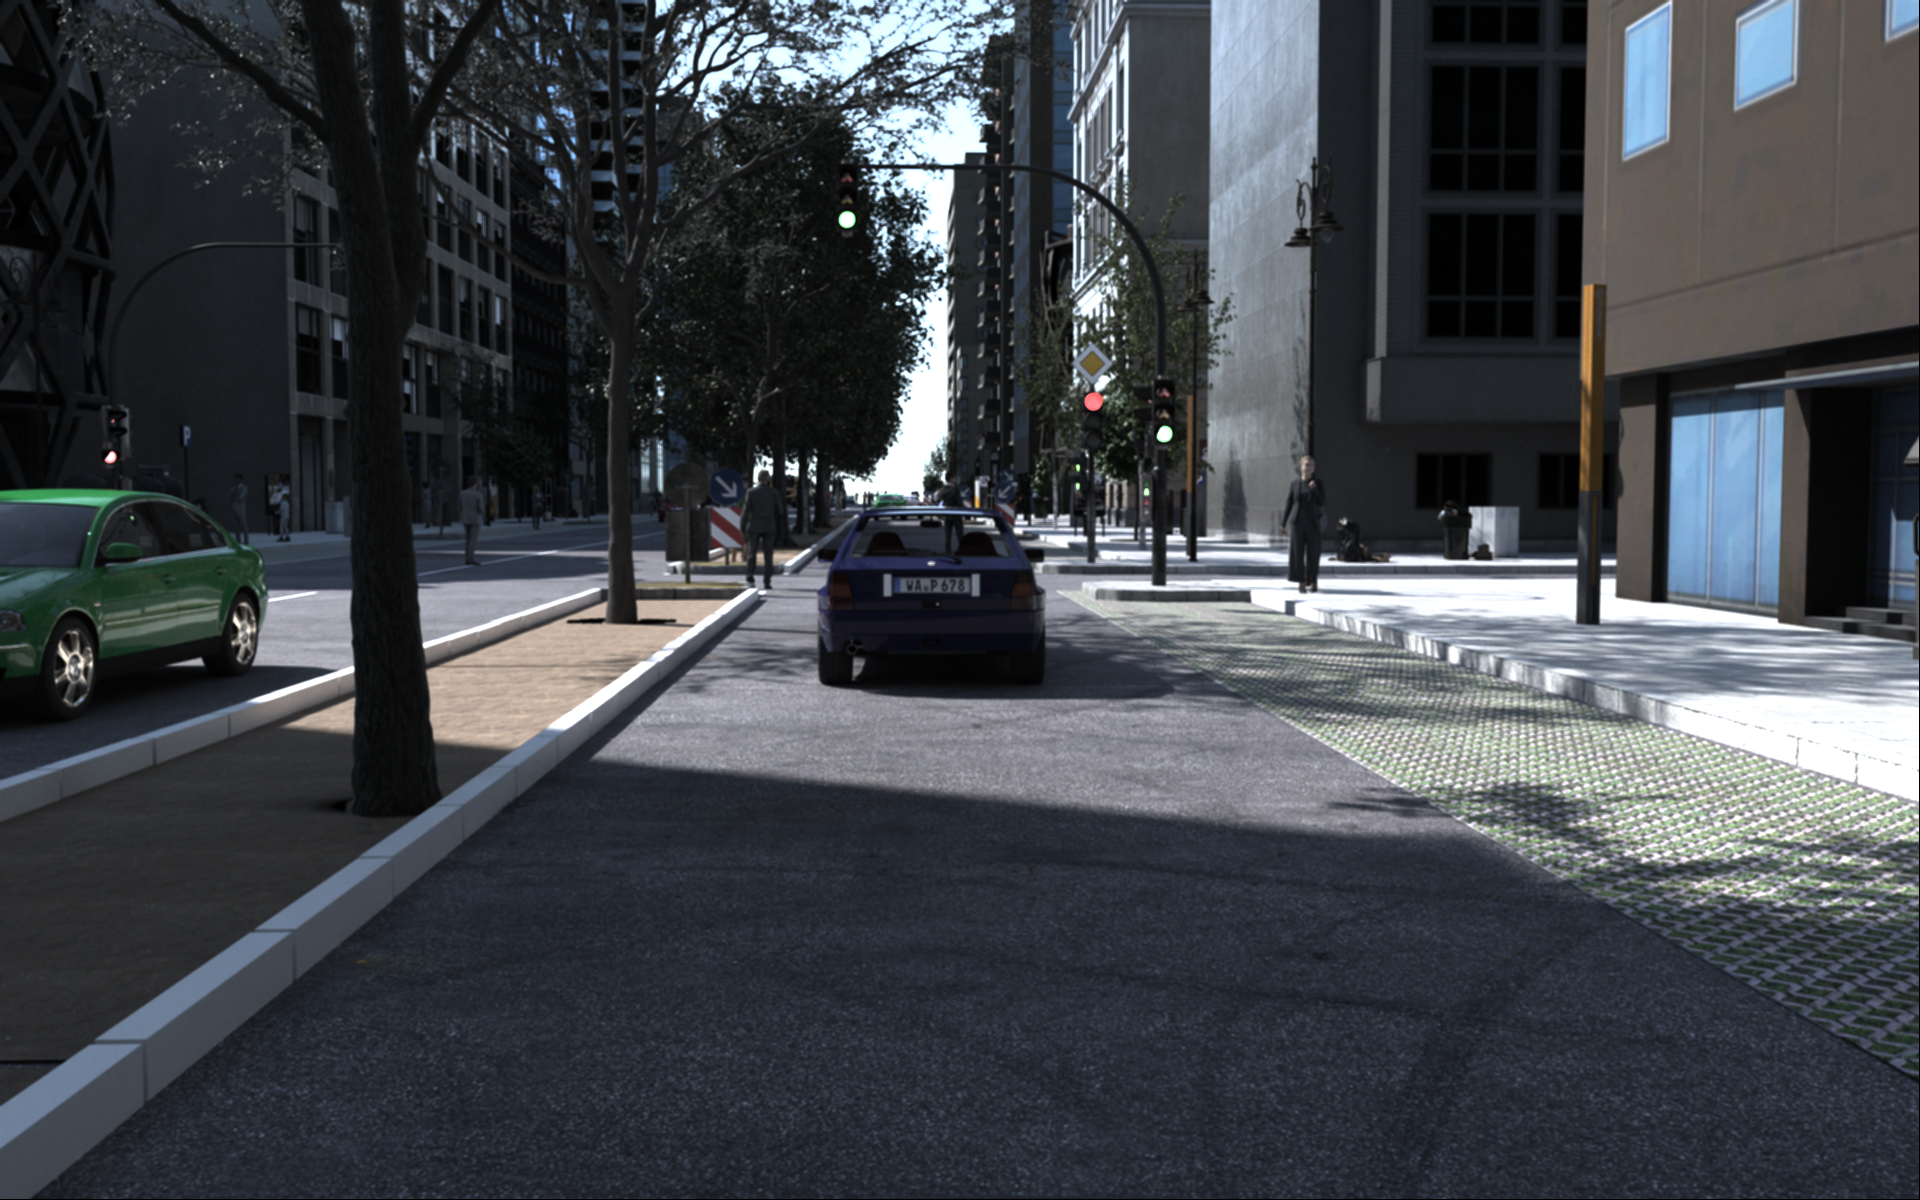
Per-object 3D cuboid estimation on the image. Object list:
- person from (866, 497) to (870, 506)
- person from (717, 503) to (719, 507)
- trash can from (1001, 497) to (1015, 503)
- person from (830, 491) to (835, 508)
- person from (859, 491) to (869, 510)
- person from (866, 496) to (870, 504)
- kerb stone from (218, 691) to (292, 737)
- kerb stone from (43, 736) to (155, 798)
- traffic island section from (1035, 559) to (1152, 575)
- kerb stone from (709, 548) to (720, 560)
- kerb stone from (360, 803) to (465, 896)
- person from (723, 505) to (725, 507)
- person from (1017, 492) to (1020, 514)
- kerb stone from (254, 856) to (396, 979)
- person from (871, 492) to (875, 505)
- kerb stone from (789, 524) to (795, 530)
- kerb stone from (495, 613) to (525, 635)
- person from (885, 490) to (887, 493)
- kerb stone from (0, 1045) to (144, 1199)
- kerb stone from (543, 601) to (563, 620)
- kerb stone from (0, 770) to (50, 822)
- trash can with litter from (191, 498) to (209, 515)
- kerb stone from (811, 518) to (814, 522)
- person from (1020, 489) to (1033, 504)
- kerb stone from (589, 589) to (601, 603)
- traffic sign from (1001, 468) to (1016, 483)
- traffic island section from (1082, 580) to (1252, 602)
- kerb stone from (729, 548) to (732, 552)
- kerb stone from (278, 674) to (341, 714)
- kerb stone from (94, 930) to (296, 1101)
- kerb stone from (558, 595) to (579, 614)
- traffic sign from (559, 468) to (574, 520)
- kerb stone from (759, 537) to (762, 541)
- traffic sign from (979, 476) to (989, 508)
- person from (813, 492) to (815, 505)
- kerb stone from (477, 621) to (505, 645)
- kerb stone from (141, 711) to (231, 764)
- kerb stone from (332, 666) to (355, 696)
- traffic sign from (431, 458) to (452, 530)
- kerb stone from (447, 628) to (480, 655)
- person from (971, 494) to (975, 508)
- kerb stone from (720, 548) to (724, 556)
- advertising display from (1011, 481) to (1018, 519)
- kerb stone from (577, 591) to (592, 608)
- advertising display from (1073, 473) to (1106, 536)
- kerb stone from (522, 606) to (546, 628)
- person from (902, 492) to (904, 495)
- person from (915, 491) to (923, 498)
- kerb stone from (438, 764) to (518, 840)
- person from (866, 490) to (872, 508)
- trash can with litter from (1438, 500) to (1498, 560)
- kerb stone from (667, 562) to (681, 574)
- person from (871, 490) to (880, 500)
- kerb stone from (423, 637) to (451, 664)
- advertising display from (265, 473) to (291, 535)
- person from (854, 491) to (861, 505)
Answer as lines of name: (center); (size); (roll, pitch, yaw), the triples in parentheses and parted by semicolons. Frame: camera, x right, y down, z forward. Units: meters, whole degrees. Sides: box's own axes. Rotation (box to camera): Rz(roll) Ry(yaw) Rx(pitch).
person: (-11.112, -12.122, 209.959); (1.065, 1.426, 0.557); (1, 4, 21)
person: (-19.019, -7.797, 136.499); (0.721, 1.766, 1.217); (-1, 4, -13)
trash can: (2.298, -4.422, 83.951); (0.748, 1.137, 0.748); (0, 3, 0)
person: (-12.786, -10.065, 173.779); (0.721, 1.743, 1.217); (-2, 4, -23)
person: (-8.683, -9.018, 156.664); (1.217, 1.743, 0.721); (3, 5, 42)
person: (-13.266, -15.037, 254.347); (1.348, 1.826, 0.705); (2, 4, 29)
kerb stone: (-4.352, 0.707, 10.634); (0.120, 0.150, 1.000); (0, 4, -2)
kerb stone: (-4.275, 0.832, 8.586); (0.120, 0.150, 1.000); (0, 4, -2)
traffic island section: (2.466, -0.612, 32.283); (2.009, 0.180, 2.903); (0, 4, -2)
kerb stone: (-5.547, -1.020, 38.869); (0.120, 0.150, 1.000); (0, 4, -2)
kerb stone: (-2.088, 0.952, 6.631); (0.120, 0.150, 1.000); (0, 4, -2)
person: (-19.024, -7.931, 138.862); (0.721, 1.739, 1.217); (0, 4, -3)
person: (3.770, -6.321, 112.648); (0.557, 1.426, 1.065); (1, 4, 19)
kerb stone: (-2.039, 1.015, 5.606); (0.120, 0.150, 1.000); (0, 4, -2)
person: (-11.467, -13.418, 228.418); (0.617, 1.759, 0.750); (1, 4, 21)
kerb stone: (-6.976, -3.081, 72.661); (0.120, 0.150, 1.000); (0, 4, -2)
kerb stone: (-4.663, 0.268, 17.819); (0.120, 0.150, 1.000); (0, 4, -2)
person: (-5.890, -7.930, 138.862); (1.217, 1.736, 0.721); (1, 4, 11)
kerb stone: (-1.951, 1.144, 3.553); (0.120, 0.150, 1.000); (0, 4, -2)
kerb stone: (-4.740, 0.143, 19.875); (0.120, 0.150, 1.000); (0, 4, -2)
kerb stone: (-4.226, 0.895, 7.556); (0.120, 0.150, 1.000); (0, 4, -2)
trash can with litter: (-24.414, -2.666, 54.975); (1.055, 1.170, 0.624); (1, 4, 13)
kerb stone: (-7.879, -4.402, 94.160); (0.120, 0.150, 1.000); (0, 4, -2)
person: (4.287, -6.344, 109.904); (0.705, 1.807, 1.348); (3, 5, 40)
kerb stone: (-4.872, -0.046, 22.942); (0.120, 0.150, 1.000); (0, 4, -2)
traffic sign: (2.404, -5.243, 85.821); (0.768, 2.556, 0.104); (0, 4, -1)
traffic island section: (2.803, -0.124, 24.305); (2.009, 0.180, 2.903); (0, 4, -2)
kerb stone: (-5.666, -1.208, 41.940); (0.120, 0.150, 1.000); (0, 4, -2)
kerb stone: (-4.404, 0.644, 11.662); (0.120, 0.150, 1.000); (0, 4, -2)
kerb stone: (-1.996, 1.079, 4.578); (0.120, 0.150, 1.000); (0, 4, -2)
kerb stone: (-4.783, 0.079, 20.898); (0.120, 0.150, 1.000); (0, 4, -2)
traffic sign: (-19.454, -5.235, 85.692); (0.768, 2.556, 0.104); (0, 4, 3)
kerb stone: (-6.243, -2.022, 55.253); (0.120, 0.150, 1.000); (0, 4, -2)
traffic sign: (1.384, -5.866, 98.036); (0.606, 2.300, 0.079); (0, 4, 5)
person: (-18.631, -12.903, 219.982); (0.721, 1.766, 1.217); (2, 4, 32)
kerb stone: (-4.602, 0.336, 16.780); (0.120, 0.150, 1.000); (0, 4, -2)
kerb stone: (-4.311, 0.771, 9.612); (0.120, 0.150, 1.000); (0, 4, -2)
kerb stone: (-4.444, 0.582, 12.683); (0.120, 0.150, 1.000); (0, 4, -2)
traffic sign: (-18.403, -3.752, 61.456); (0.768, 2.556, 0.104); (0, 4, 3)
kerb stone: (-4.565, 0.394, 15.753); (0.120, 0.150, 1.000); (0, 4, -2)
person: (1.137, -8.975, 152.793); (0.705, 1.822, 1.348); (3, 4, 36)
kerb stone: (-5.593, -1.083, 39.898); (0.120, 0.150, 1.000); (0, 4, -2)
advertising display: (2.739, -5.077, 88.220); (0.123, 1.923, 0.974); (1, 4, 20)
kerb stone: (-4.830, 0.022, 21.919); (0.120, 0.150, 1.000); (0, 4, -2)
advertising display: (3.927, -2.892, 52.492); (0.974, 1.923, 0.123); (1, 4, 11)
kerb stone: (-4.692, 0.205, 18.847); (0.120, 0.150, 1.000); (0, 4, -2)
person: (-8.848, -15.747, 266.678); (0.721, 1.735, 1.217); (2, 4, 34)
person: (-3.992, -9.555, 165.435); (1.217, 1.735, 0.721); (-2, 4, -33)
kerb stone: (-2.131, 0.889, 7.653); (0.120, 0.150, 1.000); (0, 4, -2)
person: (-9.487, -10.458, 179.352); (0.709, 1.838, 0.599); (3, 4, 36)
trash can with litter: (9.927, -1.373, 33.833); (1.055, 1.170, 0.624); (0, 4, 2)
kerb stone: (-5.246, -0.582, 31.704); (0.120, 0.150, 1.000); (0, 4, -2)
person: (-7.295, -8.897, 153.944); (1.348, 1.826, 0.705); (0, 4, 3)
kerb stone: (-4.535, 0.457, 14.726); (0.120, 0.150, 1.000); (0, 4, -2)
advertising display: (-21.339, -2.997, 54.212); (0.123, 1.923, 0.974); (1, 4, 22)
person: (-14.004, -13.845, 234.849); (1.348, 1.826, 0.705); (-1, 4, -16)
